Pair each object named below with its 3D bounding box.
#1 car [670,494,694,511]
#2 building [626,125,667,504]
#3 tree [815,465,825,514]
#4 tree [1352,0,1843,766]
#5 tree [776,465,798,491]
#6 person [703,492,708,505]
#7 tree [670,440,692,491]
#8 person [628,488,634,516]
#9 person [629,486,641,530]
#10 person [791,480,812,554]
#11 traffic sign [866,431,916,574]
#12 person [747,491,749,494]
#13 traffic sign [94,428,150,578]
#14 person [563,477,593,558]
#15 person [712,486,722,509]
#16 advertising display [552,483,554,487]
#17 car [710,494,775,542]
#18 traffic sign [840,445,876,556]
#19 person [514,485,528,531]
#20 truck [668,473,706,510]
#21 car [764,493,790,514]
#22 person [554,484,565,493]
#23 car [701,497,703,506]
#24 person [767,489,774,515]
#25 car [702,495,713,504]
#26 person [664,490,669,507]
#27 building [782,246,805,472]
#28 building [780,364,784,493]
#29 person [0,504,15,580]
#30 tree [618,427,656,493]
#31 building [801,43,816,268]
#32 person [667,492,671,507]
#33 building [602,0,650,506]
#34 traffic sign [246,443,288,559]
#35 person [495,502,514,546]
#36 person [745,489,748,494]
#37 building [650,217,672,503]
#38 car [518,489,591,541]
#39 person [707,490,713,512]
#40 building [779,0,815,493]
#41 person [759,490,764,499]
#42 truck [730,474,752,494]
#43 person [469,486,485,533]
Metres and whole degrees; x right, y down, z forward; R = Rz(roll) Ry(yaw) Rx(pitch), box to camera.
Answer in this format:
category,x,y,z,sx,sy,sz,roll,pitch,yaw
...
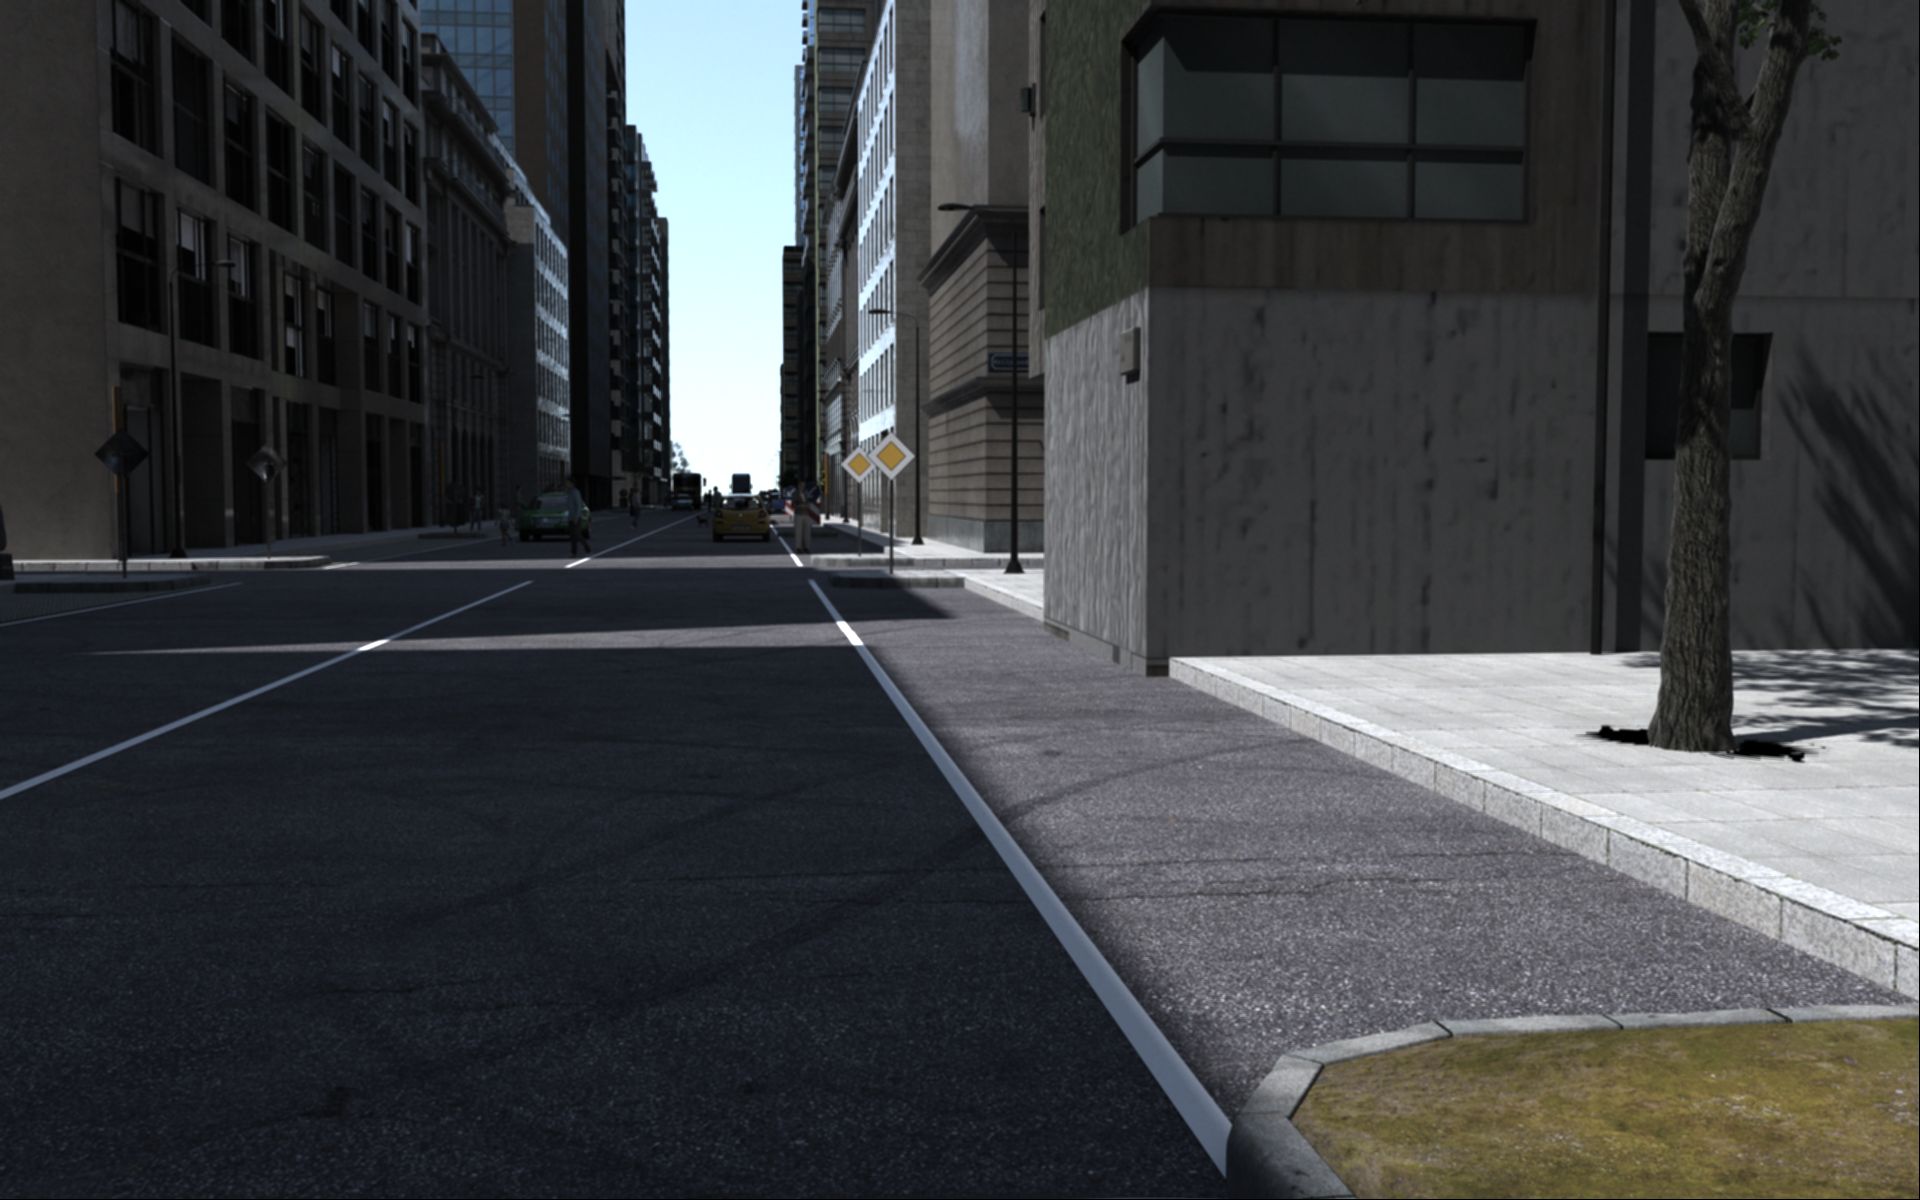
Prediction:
category,x,y,z,sx,sy,sz,roll,pitch,yaw
car,-23.788,-8.328,148.158,2.014,1.417,4.499,-1,4,-9
building,-50.691,-37.021,224.902,23.786,49.044,30.456,0,4,-7
tree,-8.899,-7.218,112.623,1.663,3.219,1.824,0,3,0
tree,3.883,-5.053,8.380,9.928,11.665,9.643,0,3,0
tree,-18.745,-12.825,193.398,4.285,4.588,4.351,0,3,0
person,-33.488,-13.400,228.147,0.990,1.755,0.434,2,4,28
tree,-44.708,-20.337,266.919,7.601,10.594,8.767,0,4,1
person,-21.092,-6.308,111.573,0.705,1.831,1.348,1,4,15
person,-12.838,-3.626,68.463,0.731,1.740,0.598,3,4,39
person,-3.757,-1.966,41.197,0.519,1.759,0.362,-3,5,-43
traffic sign,-1.101,-1.471,27.699,0.795,2.450,0.064,0,4,-7
person,-22.192,-10.494,180.809,0.721,1.736,1.217,2,4,35
traffic sign,-12.711,-1.386,26.304,0.795,2.450,0.064,0,4,-7
person,-8.562,-1.852,38.792,0.620,1.820,0.660,-2,4,-32
person,-11.639,-4.548,82.958,0.391,1.810,0.635,1,4,17
advertising display,-22.899,-5.642,97.457,0.123,1.923,0.974,-1,4,-15
car,-6.694,-2.631,53.243,2.015,1.641,3.980,0,4,-6
traffic sign,-2.071,-1.956,35.625,0.795,2.450,0.064,0,4,-7
person,-17.009,-3.575,67.147,0.583,1.804,0.606,-1,4,-18
truck,-25.341,-10.084,160.797,3.469,3.379,9.791,-1,4,-9
car,-13.173,-7.081,125.368,1.945,1.707,3.694,0,4,-8
person,-16.692,-3.916,72.394,0.638,1.841,0.748,0,4,4
car,-32.180,-12.116,209.896,2.131,1.459,4.920,0,4,-7
person,-12.672,-6.571,116.465,0.721,1.766,1.217,-1,4,-14
car,-35.552,-14.288,245.972,2.083,1.381,4.827,0,4,-5
person,-31.113,-10.732,183.832,0.599,1.838,0.709,0,4,5
building,-13.759,-26.393,203.233,14.160,30.474,14.107,0,4,-7
building,-9.254,-23.281,225.678,27.650,21.520,28.899,0,4,-7
person,-10.495,-0.607,18.611,0.709,1.800,0.728,-1,4,-11
tree,-34.698,-14.384,185.539,4.360,8.622,3.978,0,3,0
building,-4.233,-33.758,171.553,23.786,49.044,30.456,0,4,-7
person,-33.167,-11.481,197.006,0.721,1.735,1.217,-3,4,-36
building,-46.679,-46.531,199.040,20.563,71.187,20.611,0,4,-7
traffic sign,-13.681,-1.871,34.231,0.795,2.450,0.064,0,4,-7
person,-12.635,-2.110,48.008,0.382,1.210,0.505,3,5,40
person,-16.506,-7.645,133.455,0.705,1.831,1.348,-2,4,-27
building,-48.948,-34.520,247.991,14.154,41.232,14.086,0,4,-7
car,-12.593,-2.760,53.919,1.959,1.807,4.718,0,4,-5
person,-20.486,-8.165,142.128,0.705,1.807,1.348,1,4,13
building,-15.170,-57.518,253.089,22.319,86.520,31.000,0,4,-7
person,-21.357,-10.882,186.285,0.599,1.838,0.709,2,4,27
truck,-27.874,-14.162,221.308,2.967,4.110,18.799,0,4,-8
person,-17.641,-3.298,63.261,0.563,1.720,0.643,-2,4,-27
